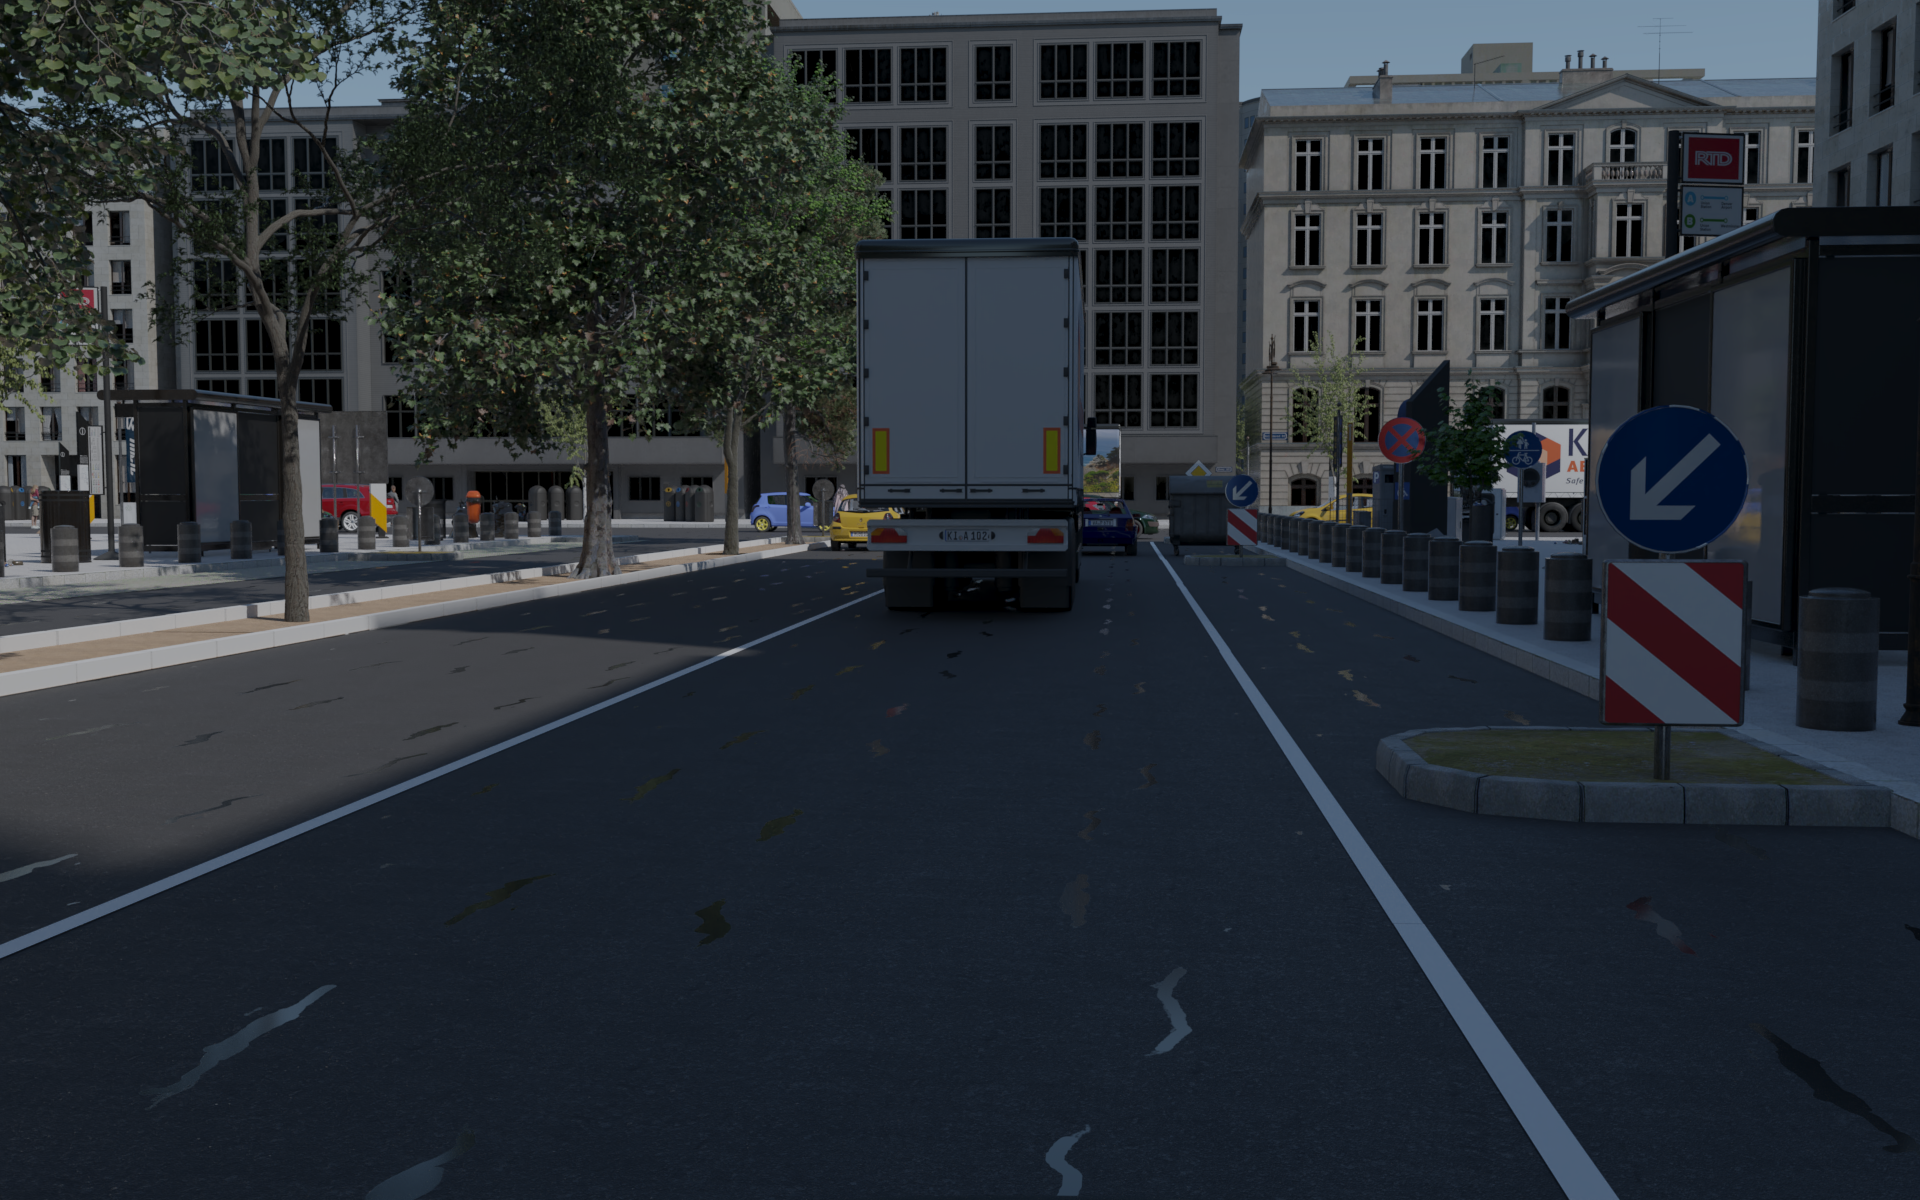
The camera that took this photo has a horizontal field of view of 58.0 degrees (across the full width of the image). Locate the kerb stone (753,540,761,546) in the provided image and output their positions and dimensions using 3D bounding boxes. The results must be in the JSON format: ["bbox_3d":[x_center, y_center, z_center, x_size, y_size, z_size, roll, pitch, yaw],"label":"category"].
[{"bbox_3d":[-5.699,-1.548,47.502,0.120,0.150,1.000,0,4,5],"label":"kerb stone"}]

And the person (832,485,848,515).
[{"bbox_3d":[-3.923,-2.940,57.242,0.551,1.740,0.621,-2,4,-34],"label":"person"}]

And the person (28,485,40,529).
[{"bbox_3d":[-38.482,-3.891,72.093,0.573,1.828,0.580,-3,5,-42],"label":"person"}]

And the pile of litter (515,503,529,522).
[{"bbox_3d":[-20.353,-4.063,80.397,1.719,0.858,1.176,1,4,10],"label":"pile of litter"}]

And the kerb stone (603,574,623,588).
[{"bbox_3d":[-5.480,-0.289,26.915,0.120,0.150,1.000,0,4,5],"label":"kerb stone"}]

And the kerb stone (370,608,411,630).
[{"bbox_3d":[-6.226,0.212,18.722,0.120,0.150,1.000,0,4,5],"label":"kerb stone"}]

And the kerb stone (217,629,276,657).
[{"bbox_3d":[-6.512,0.400,15.661,0.120,0.150,1.000,0,4,5],"label":"kerb stone"}]

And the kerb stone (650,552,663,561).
[{"bbox_3d":[-6.637,-0.923,37.288,0.120,0.150,1.000,0,4,5],"label":"kerb stone"}]

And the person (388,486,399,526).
[{"bbox_3d":[-24.156,-3.990,74.007,0.520,1.790,0.573,1,4,11],"label":"person"}]

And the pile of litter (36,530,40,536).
[{"bbox_3d":[-27.690,-2.391,53.052,1.176,0.858,1.719,0,4,-6],"label":"pile of litter"}]

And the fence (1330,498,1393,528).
[{"bbox_3d":[10.230,-1.961,43.269,2.264,1.192,0.480,-1,4,-11],"label":"fence"}]

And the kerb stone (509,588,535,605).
[{"bbox_3d":[-5.858,-0.037,22.821,0.120,0.150,1.000,0,4,5],"label":"kerb stone"}]

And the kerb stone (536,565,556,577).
[{"bbox_3d":[-7.293,-0.486,30.137,0.120,0.150,1.000,0,4,5],"label":"kerb stone"}]

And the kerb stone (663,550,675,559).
[{"bbox_3d":[-6.547,-0.982,38.309,0.120,0.150,1.000,0,4,5],"label":"kerb stone"}]

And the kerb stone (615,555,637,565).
[{"bbox_3d":[-6.822,-0.798,35.243,0.120,0.150,1.000,0,4,5],"label":"kerb stone"}]

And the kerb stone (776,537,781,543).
[{"bbox_3d":[-5.407,-1.735,50.562,0.120,0.150,1.000,0,4,5],"label":"kerb stone"}]

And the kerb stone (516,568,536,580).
[{"bbox_3d":[-7.389,-0.423,29.112,0.120,0.150,1.000,0,4,5],"label":"kerb stone"}]

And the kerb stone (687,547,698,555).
[{"bbox_3d":[-6.356,-1.110,40.351,0.120,0.150,1.000,0,4,5],"label":"kerb stone"}]

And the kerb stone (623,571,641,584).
[{"bbox_3d":[-5.382,-0.345,27.936,0.120,0.150,1.000,0,4,5],"label":"kerb stone"}]

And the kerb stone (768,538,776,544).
[{"bbox_3d":[-5.508,-1.670,49.543,0.120,0.150,1.000,0,4,5],"label":"kerb stone"}]

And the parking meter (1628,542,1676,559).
[{"bbox_3d":[5.791,-0.372,14.492,0.372,1.533,0.369,0,3,0],"label":"parking meter"}]

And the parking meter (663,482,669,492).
[{"bbox_3d":[-14.086,-4.732,83.071,0.255,1.863,0.399,0,4,-7],"label":"parking meter"}]

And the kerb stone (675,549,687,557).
[{"bbox_3d":[-6.452,-1.047,39.329,0.120,0.150,1.000,0,4,5],"label":"kerb stone"}]

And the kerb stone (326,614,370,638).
[{"bbox_3d":[-6.326,0.277,17.702,0.120,0.150,1.000,0,4,5],"label":"kerb stone"}]

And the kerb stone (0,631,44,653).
[{"bbox_3d":[-8.611,0.398,15.803,0.120,0.150,1.000,0,4,5],"label":"kerb stone"}]

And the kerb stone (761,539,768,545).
[{"bbox_3d":[-5.604,-1.610,48.522,0.120,0.150,1.000,0,4,5],"label":"kerb stone"}]

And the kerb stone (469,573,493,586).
[{"bbox_3d":[-7.576,-0.294,27.068,0.120,0.150,1.000,0,4,5],"label":"kerb stone"}]

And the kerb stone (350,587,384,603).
[{"bbox_3d":[-7.949,-0.048,22.975,0.120,0.150,1.000,0,4,5],"label":"kerb stone"}]

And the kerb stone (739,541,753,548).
[{"bbox_3d":[-5.795,-1.485,46.479,0.120,0.150,1.000,0,4,5],"label":"kerb stone"}]

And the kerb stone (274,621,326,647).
[{"bbox_3d":[-6.416,0.337,16.681,0.120,0.150,1.000,0,4,5],"label":"kerb stone"}]

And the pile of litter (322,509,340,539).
[{"bbox_3d":[-18.806,-2.216,50.197,1.719,0.858,1.176,3,5,40],"label":"pile of litter"}]

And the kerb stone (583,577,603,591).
[{"bbox_3d":[-5.579,-0.224,25.894,0.120,0.150,1.000,0,4,5],"label":"kerb stone"}]

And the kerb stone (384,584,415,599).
[{"bbox_3d":[-7.854,-0.111,24.003,0.120,0.150,1.000,0,4,5],"label":"kerb stone"}]

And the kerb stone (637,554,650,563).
[{"bbox_3d":[-6.733,-0.860,36.264,0.120,0.150,1.000,0,4,5],"label":"kerb stone"}]

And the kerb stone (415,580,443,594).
[{"bbox_3d":[-7.762,-0.171,25.023,0.120,0.150,1.000,0,4,5],"label":"kerb stone"}]

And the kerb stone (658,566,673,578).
[{"bbox_3d":[-5.200,-0.475,29.980,0.120,0.150,1.000,0,4,5],"label":"kerb stone"}]

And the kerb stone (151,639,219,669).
[{"bbox_3d":[-6.605,0.462,14.638,0.120,0.150,1.000,0,4,5],"label":"kerb stone"}]

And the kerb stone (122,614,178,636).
[{"bbox_3d":[-8.421,0.269,17.857,0.120,0.150,1.000,0,4,5],"label":"kerb stone"}]

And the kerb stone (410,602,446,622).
[{"bbox_3d":[-6.145,0.150,19.743,0.120,0.150,1.000,0,4,5],"label":"kerb stone"}]

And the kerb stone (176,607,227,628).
[{"bbox_3d":[-8.332,0.203,18.878,0.120,0.150,1.000,0,4,5],"label":"kerb stone"}]

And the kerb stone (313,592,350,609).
[{"bbox_3d":[-8.045,0.015,21.945,0.120,0.150,1.000,0,4,5],"label":"kerb stone"}]

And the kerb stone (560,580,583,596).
[{"bbox_3d":[-5.662,-0.162,24.873,0.120,0.150,1.000,0,4,5],"label":"kerb stone"}]

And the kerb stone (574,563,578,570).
[{"bbox_3d":[-7.108,-0.611,32.177,0.120,0.150,1.000,0,4,5],"label":"kerb stone"}]

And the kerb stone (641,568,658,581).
[{"bbox_3d":[-5.289,-0.411,28.959,0.120,0.150,1.000,0,4,5],"label":"kerb stone"}]

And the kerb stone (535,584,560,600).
[{"bbox_3d":[-5.762,-0.101,23.846,0.120,0.150,1.000,0,4,5],"label":"kerb stone"}]

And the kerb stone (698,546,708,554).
[{"bbox_3d":[-6.264,-1.172,41.372,0.120,0.150,1.000,0,4,5],"label":"kerb stone"}]

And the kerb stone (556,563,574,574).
[{"bbox_3d":[-7.197,-0.548,31.157,0.120,0.150,1.000,0,4,5],"label":"kerb stone"}]

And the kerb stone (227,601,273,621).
[{"bbox_3d":[-8.231,0.140,19.902,0.120,0.150,1.000,0,4,5],"label":"kerb stone"}]

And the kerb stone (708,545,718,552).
[{"bbox_3d":[-6.164,-1.235,42.395,0.120,0.150,1.000,0,4,5],"label":"kerb stone"}]

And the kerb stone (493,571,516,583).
[{"bbox_3d":[-7.479,-0.360,28.088,0.120,0.150,1.000,0,4,5],"label":"kerb stone"}]

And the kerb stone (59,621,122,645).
[{"bbox_3d":[-8.510,0.334,16.831,0.120,0.150,1.000,0,4,5],"label":"kerb stone"}]

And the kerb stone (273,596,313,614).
[{"bbox_3d":[-8.138,0.078,20.923,0.120,0.150,1.000,0,4,5],"label":"kerb stone"}]

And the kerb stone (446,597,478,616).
[{"bbox_3d":[-6.050,0.088,20.763,0.120,0.150,1.000,0,4,5],"label":"kerb stone"}]

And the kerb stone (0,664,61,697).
[{"bbox_3d":[-6.786,0.587,12.597,0.120,0.150,1.000,0,4,5],"label":"kerb stone"}]

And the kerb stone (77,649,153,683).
[{"bbox_3d":[-6.698,0.525,13.617,0.120,0.150,1.000,0,4,5],"label":"kerb stone"}]

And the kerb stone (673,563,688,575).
[{"bbox_3d":[-5.106,-0.539,31.002,0.120,0.150,1.000,0,4,5],"label":"kerb stone"}]

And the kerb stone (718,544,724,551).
[{"bbox_3d":[-6.077,-1.298,43.417,0.120,0.150,1.000,0,4,5],"label":"kerb stone"}]

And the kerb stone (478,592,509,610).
[{"bbox_3d":[-5.947,0.024,21.796,0.120,0.150,1.000,0,4,5],"label":"kerb stone"}]

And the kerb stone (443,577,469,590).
[{"bbox_3d":[-7.666,-0.235,26.044,0.120,0.150,1.000,0,4,5],"label":"kerb stone"}]
